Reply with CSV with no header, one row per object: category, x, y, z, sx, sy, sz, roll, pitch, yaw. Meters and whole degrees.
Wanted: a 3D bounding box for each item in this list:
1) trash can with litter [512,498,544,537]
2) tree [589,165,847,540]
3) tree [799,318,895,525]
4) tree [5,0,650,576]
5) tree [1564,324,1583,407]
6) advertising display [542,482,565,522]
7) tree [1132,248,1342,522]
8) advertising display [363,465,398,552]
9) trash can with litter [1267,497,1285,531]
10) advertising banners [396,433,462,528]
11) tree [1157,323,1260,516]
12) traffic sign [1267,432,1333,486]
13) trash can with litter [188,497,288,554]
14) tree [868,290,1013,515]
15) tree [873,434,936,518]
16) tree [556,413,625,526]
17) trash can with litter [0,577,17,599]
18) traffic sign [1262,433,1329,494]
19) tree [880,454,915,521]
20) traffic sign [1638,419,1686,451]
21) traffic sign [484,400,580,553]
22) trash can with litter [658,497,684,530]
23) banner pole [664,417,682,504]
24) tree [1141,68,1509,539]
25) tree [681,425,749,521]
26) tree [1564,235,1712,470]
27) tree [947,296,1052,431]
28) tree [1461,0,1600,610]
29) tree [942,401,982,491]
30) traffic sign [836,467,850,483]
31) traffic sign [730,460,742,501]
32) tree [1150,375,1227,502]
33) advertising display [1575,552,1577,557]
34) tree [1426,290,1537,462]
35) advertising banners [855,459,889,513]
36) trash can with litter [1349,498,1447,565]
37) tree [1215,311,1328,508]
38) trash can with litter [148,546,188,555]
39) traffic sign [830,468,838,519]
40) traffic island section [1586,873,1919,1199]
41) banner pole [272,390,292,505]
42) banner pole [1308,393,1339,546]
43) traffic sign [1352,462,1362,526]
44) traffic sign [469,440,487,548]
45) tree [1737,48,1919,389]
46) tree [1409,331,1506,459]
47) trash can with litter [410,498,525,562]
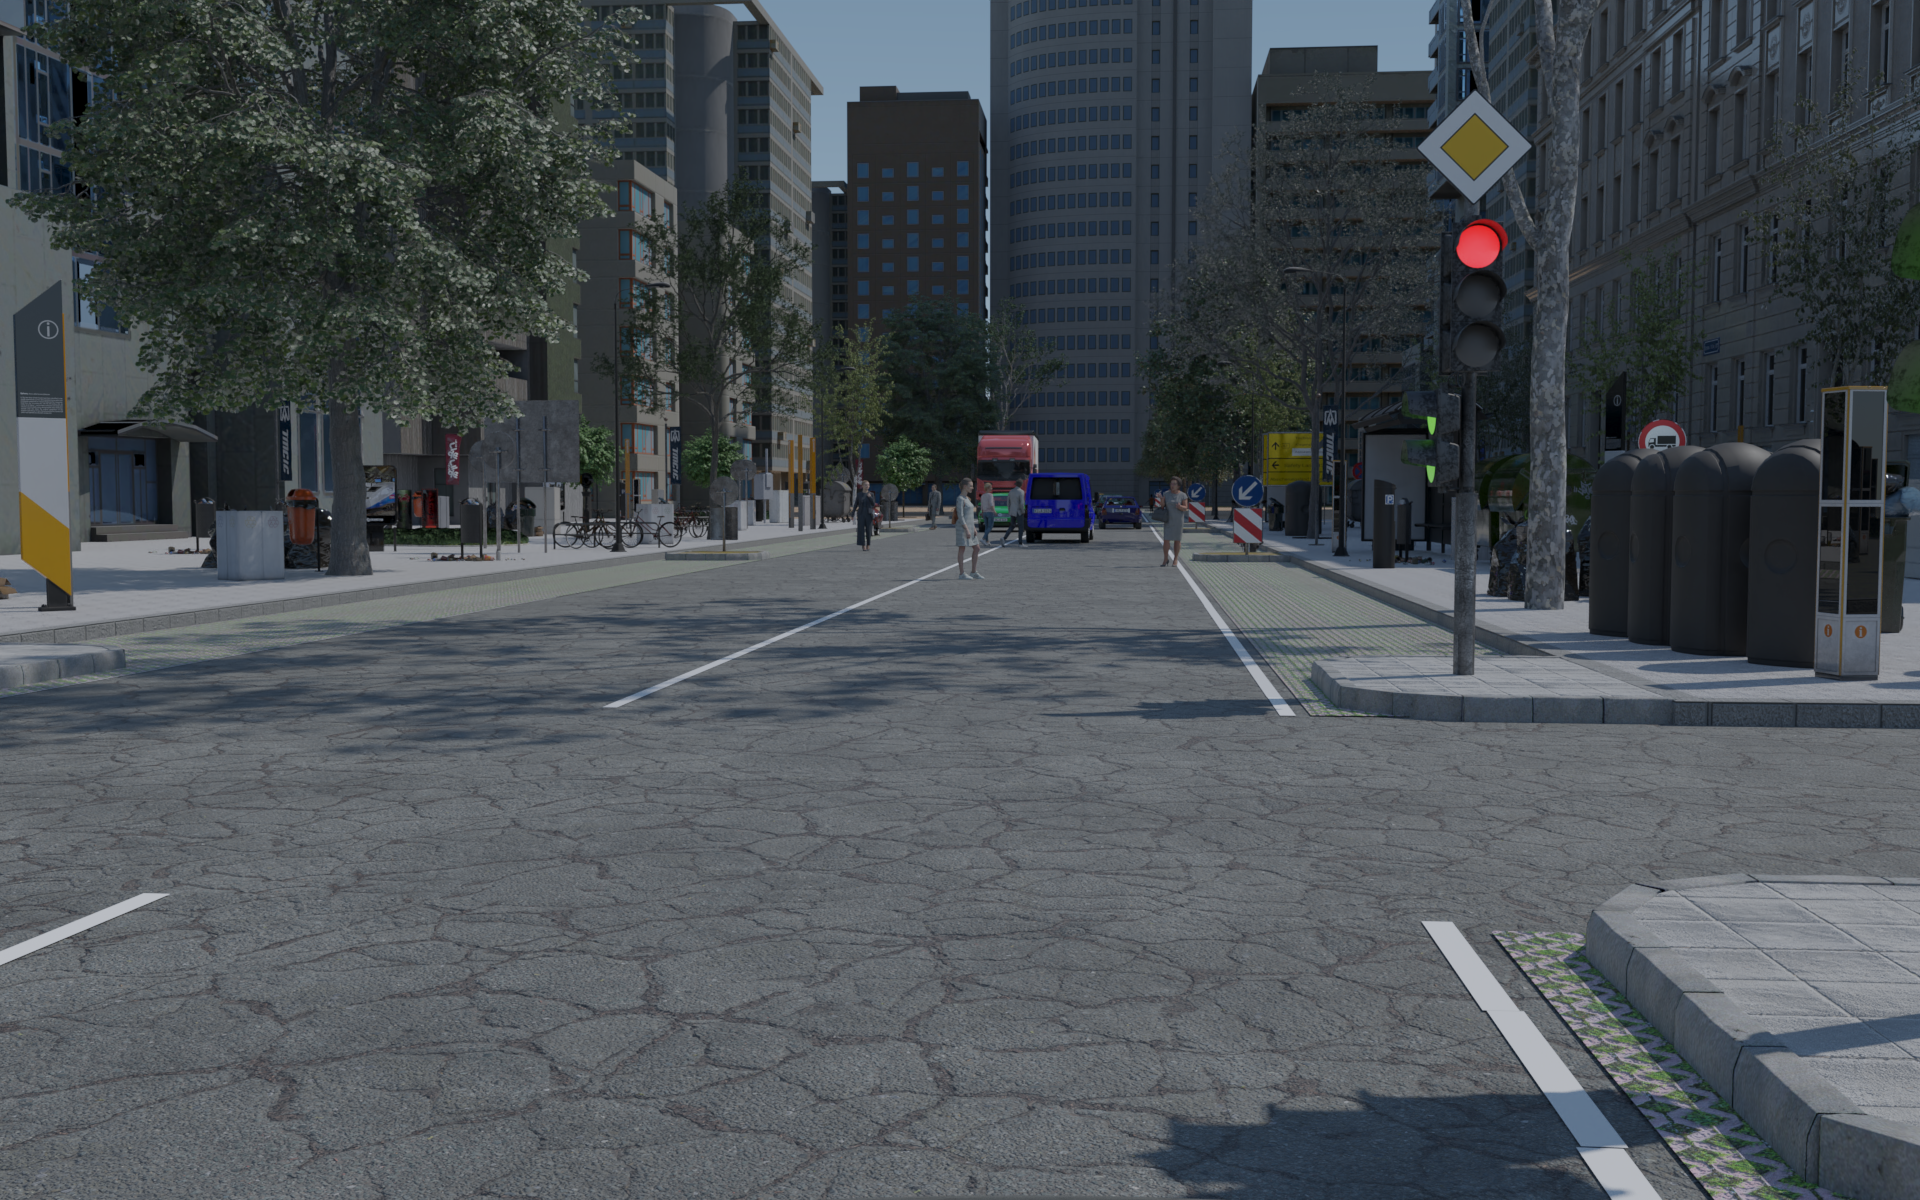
trash can with litter,-12.980,-2.494,52.157,0.624,1.170,1.055,1,4,15
tree,-6.667,-6.979,48.511,7.601,10.594,8.767,-2,4,-26
tree,-4.507,-7.470,72.496,4.737,8.622,4.395,0,3,0
tree,-9.681,-7.357,26.942,9.857,13.997,8.962,0,3,0
tree,20.809,-6.949,63.980,4.360,8.622,3.978,0,3,0
advertising display,-17.330,-4.198,73.850,0.974,1.923,0.123,0,4,7
tree,12.659,-9.918,79.163,9.611,12.733,9.660,0,3,0
advertising display,-13.039,-2.041,38.590,0.974,1.923,0.123,0,4,-7
trash can with litter,11.127,-2.955,59.706,1.055,1.170,0.624,2,4,25
advertising banners,-15.203,-3.263,49.540,2.074,3.025,0.090,-3,4,-38
tree,15.459,-11.293,102.774,7.486,12.596,7.792,0,3,0
traffic sign,11.184,-3.840,56.664,2.265,3.308,0.079,0,4,7
trash can with litter,-13.579,-1.398,33.914,1.678,1.210,2.233,3,5,42
tree,-1.395,-12.258,107.071,9.857,13.997,8.962,0,3,0
tree,-2.972,-6.735,93.825,4.285,4.588,4.351,0,3,0
tree,-15.276,-5.293,70.252,4.285,4.588,4.351,0,3,0
trash can with litter,-12.094,-0.597,21.150,1.055,1.170,0.624,0,4,0
traffic sign,11.253,-3.920,57.973,2.265,3.308,0.079,0,4,8
tree,-3.192,-5.450,83.706,1.663,3.219,1.824,0,3,0
traffic sign,11.937,-1.799,29.514,0.768,2.556,0.104,1,4,13
traffic sign,-9.330,-2.680,37.694,2.265,3.308,0.079,1,4,14
trash can with litter,-10.382,-3.112,62.264,1.055,1.170,0.624,0,4,-3
banner pole,-9.400,-4.066,56.503,0.863,3.779,0.401,2,4,31
tree,10.285,-8.503,49.401,12.009,13.543,11.850,0,3,0
tree,-11.837,-6.074,83.017,4.285,4.588,4.351,0,3,0
tree,19.644,-6.094,49.995,4.737,8.622,4.395,0,3,0
tree,4.780,-18.823,163.651,12.611,20.169,13.585,0,3,0
tree,7.449,-10.033,19.925,12.611,20.169,13.585,0,3,0
tree,0.150,-10.564,123.090,4.737,8.622,4.395,0,3,0
traffic sign,-5.572,-5.010,82.015,0.768,2.556,0.104,1,4,14
traffic sign,-8.171,-3.928,64.325,0.768,2.556,0.104,1,4,11
tree,18.350,-12.776,134.649,9.928,11.665,9.643,0,3,0
advertising display,12.408,-1.836,35.226,0.974,1.923,0.123,-2,4,-35
tree,17.866,-6.637,58.878,4.360,8.622,3.978,0,3,0
advertising banners,-4.369,-5.480,85.784,2.074,3.025,0.090,2,4,34
trash can with litter,8.252,-1.296,32.242,1.678,1.210,2.233,0,4,1
tree,12.167,-7.215,68.328,4.737,8.622,4.395,0,3,0
trash can with litter,-16.508,-1.613,37.430,2.233,1.210,1.678,1,4,23
traffic sign,-5.978,-5.148,84.273,0.768,2.556,0.104,1,4,14
traffic island section,2.834,1.096,4.365,2.009,0.180,2.903,0,4,5
banner pole,-15.931,-3.101,40.715,0.863,3.779,0.401,3,4,37
banner pole,9.063,-3.242,43.030,0.401,3.779,0.863,-3,5,-40
traffic sign,15.880,-4.184,68.508,0.768,2.556,0.104,0,4,6
traffic sign,-11.200,-2.487,40.775,0.768,2.556,0.104,1,4,9
tree,15.389,-4.843,29.538,4.360,8.622,3.978,0,3,0
tree,21.406,-7.645,75.354,4.737,8.622,4.395,0,3,0
trash can with litter,-9.689,-1.379,33.606,2.233,1.210,1.678,2,4,30
